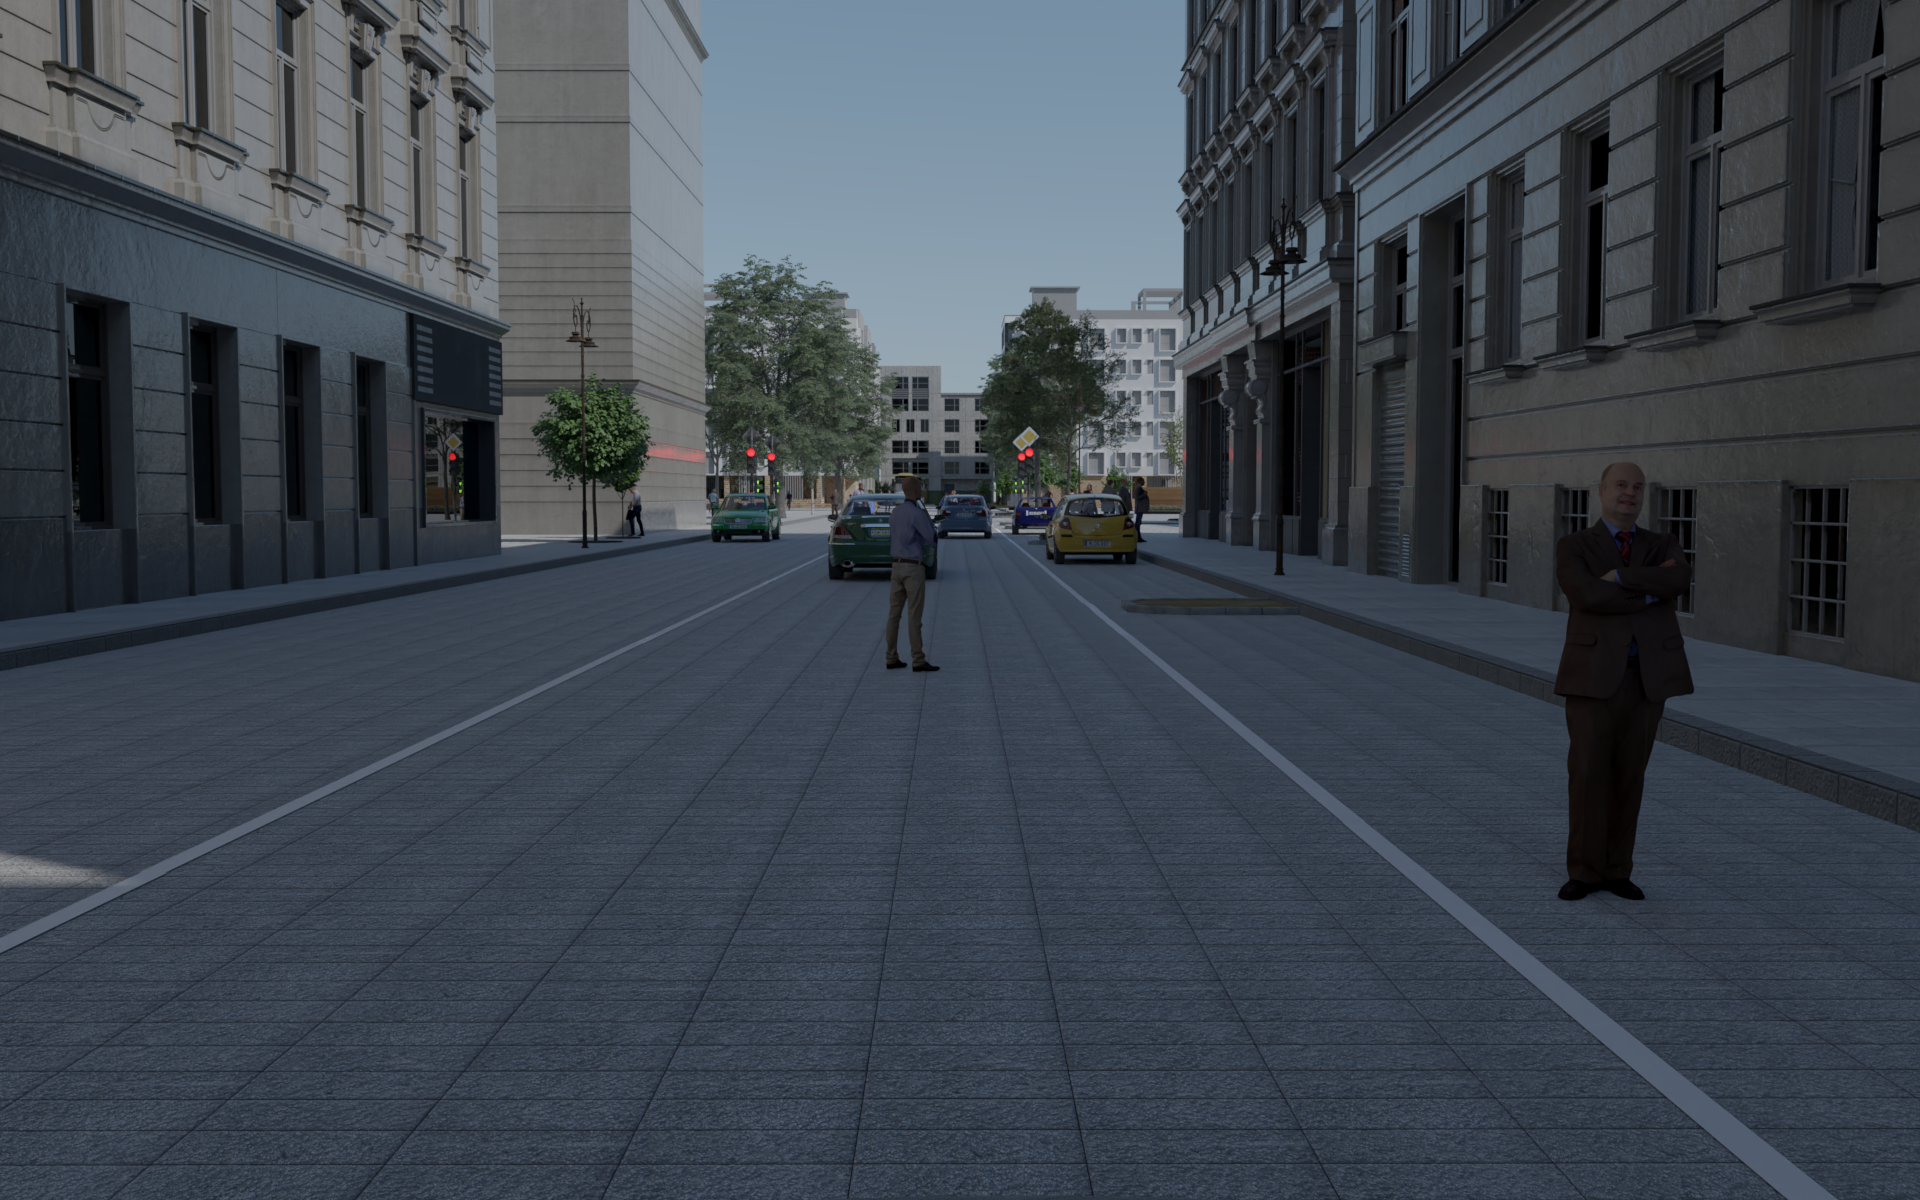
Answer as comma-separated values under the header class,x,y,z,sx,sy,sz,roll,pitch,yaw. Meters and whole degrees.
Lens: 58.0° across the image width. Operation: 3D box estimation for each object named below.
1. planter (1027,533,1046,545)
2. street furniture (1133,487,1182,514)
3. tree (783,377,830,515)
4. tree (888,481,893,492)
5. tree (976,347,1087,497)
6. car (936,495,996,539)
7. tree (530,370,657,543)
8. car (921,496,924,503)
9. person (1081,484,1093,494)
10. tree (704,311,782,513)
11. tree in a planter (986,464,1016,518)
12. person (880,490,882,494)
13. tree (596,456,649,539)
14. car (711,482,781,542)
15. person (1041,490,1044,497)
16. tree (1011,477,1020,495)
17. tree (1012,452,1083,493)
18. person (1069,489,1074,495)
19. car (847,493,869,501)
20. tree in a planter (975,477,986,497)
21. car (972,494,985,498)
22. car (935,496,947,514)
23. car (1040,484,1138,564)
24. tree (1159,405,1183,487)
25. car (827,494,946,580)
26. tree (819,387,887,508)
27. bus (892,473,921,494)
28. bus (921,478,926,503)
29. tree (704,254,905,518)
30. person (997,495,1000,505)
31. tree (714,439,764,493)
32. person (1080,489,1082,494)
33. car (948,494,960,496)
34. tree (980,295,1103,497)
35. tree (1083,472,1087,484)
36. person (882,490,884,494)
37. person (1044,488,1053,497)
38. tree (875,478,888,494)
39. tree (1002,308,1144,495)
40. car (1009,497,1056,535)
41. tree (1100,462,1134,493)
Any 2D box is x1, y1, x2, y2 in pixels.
class,x,y,z,sx,sy,sz,roll,pitch,yaw
planter,2.933,-1.740,49.587,1.991,0.319,1.994,0,4,0
street furniture,14.979,-6.426,111.917,11.010,1.723,9.812,1,4,15
tree,-9.310,-9.538,106.304,4.360,8.622,3.978,0,3,0
tree,-9.365,-13.845,220.971,1.663,3.219,1.824,0,3,0
tree,5.708,-14.370,141.611,9.857,13.997,8.962,0,3,0
car,0.178,-2.744,56.865,2.014,1.417,4.499,0,4,2
tree,-9.727,-3.811,46.031,4.285,4.588,4.351,0,3,0
car,-4.845,-10.637,185.915,2.014,1.417,4.499,0,4,2
person,4.701,-3.443,63.813,0.415,1.643,0.593,3,4,38
tree,-16.301,-12.558,115.692,12.009,13.543,11.850,0,3,0
tree in a planter,2.750,-6.551,104.331,1.991,3.239,1.994,0,4,0
person,-9.134,-11.829,199.535,0.705,1.814,1.350,0,4,-3
tree,-9.875,-3.384,49.933,1.663,3.219,1.824,0,3,0
car,-6.542,-2.712,53.137,1.959,1.807,4.718,0,4,0
person,6.909,-8.526,146.904,0.517,1.644,0.566,1,4,12
tree,4.743,-9.880,156.141,1.663,3.219,1.824,0,3,0
tree,5.361,-8.437,121.651,4.285,4.588,4.351,0,3,0
person,8.520,-7.694,133.304,0.517,1.644,0.566,0,4,4
car,-6.422,-6.333,113.142,1.945,1.707,3.694,0,4,-1
tree in a planter,2.479,-11.246,181.090,1.991,3.239,1.994,0,4,0
car,2.158,-13.088,223.033,2.155,1.783,4.494,0,4,0
car,-0.265,-4.421,84.862,1.945,1.354,3.894,0,4,0
car,2.745,-1.624,36.771,2.015,1.641,3.980,0,4,-1
tree,17.969,-11.666,141.093,4.737,8.622,4.395,0,3,0
car,-1.304,-1.141,30.447,2.131,1.459,4.920,0,4,0
tree,-9.641,-12.927,145.776,7.601,10.594,8.767,-1,4,-22
bus,-6.460,-13.139,206.376,2.896,3.916,12.252,0,4,-1
bus,-5.982,-14.268,224.830,2.896,3.916,12.252,0,4,1
tree,-9.545,-11.264,90.828,9.857,13.997,8.962,0,3,0
person,4.533,-11.828,200.166,0.721,1.736,1.217,0,4,-7
tree,-18.765,-12.144,148.922,4.360,8.622,3.978,0,3,0
person,6.936,-5.619,99.975,0.319,1.574,0.516,-1,4,-14
car,-0.595,-10.006,173.377,2.009,1.686,4.222,0,4,-2
tree,5.133,-12.460,111.139,7.806,13.903,7.818,0,3,0
tree,9.407,-10.226,150.902,4.285,4.588,4.351,0,3,0
person,-9.451,-12.717,214.677,0.721,1.736,1.217,3,4,38
person,8.021,-9.195,156.524,0.705,1.807,1.348,-3,4,-38
tree,-10.037,-13.245,211.158,1.663,3.219,1.824,0,3,0
tree,5.665,-9.300,86.470,7.601,10.594,8.767,0,4,-4
car,2.713,-3.027,62.079,1.945,1.354,3.894,0,4,2
tree,9.059,-6.656,103.422,1.663,3.219,1.824,0,3,0
